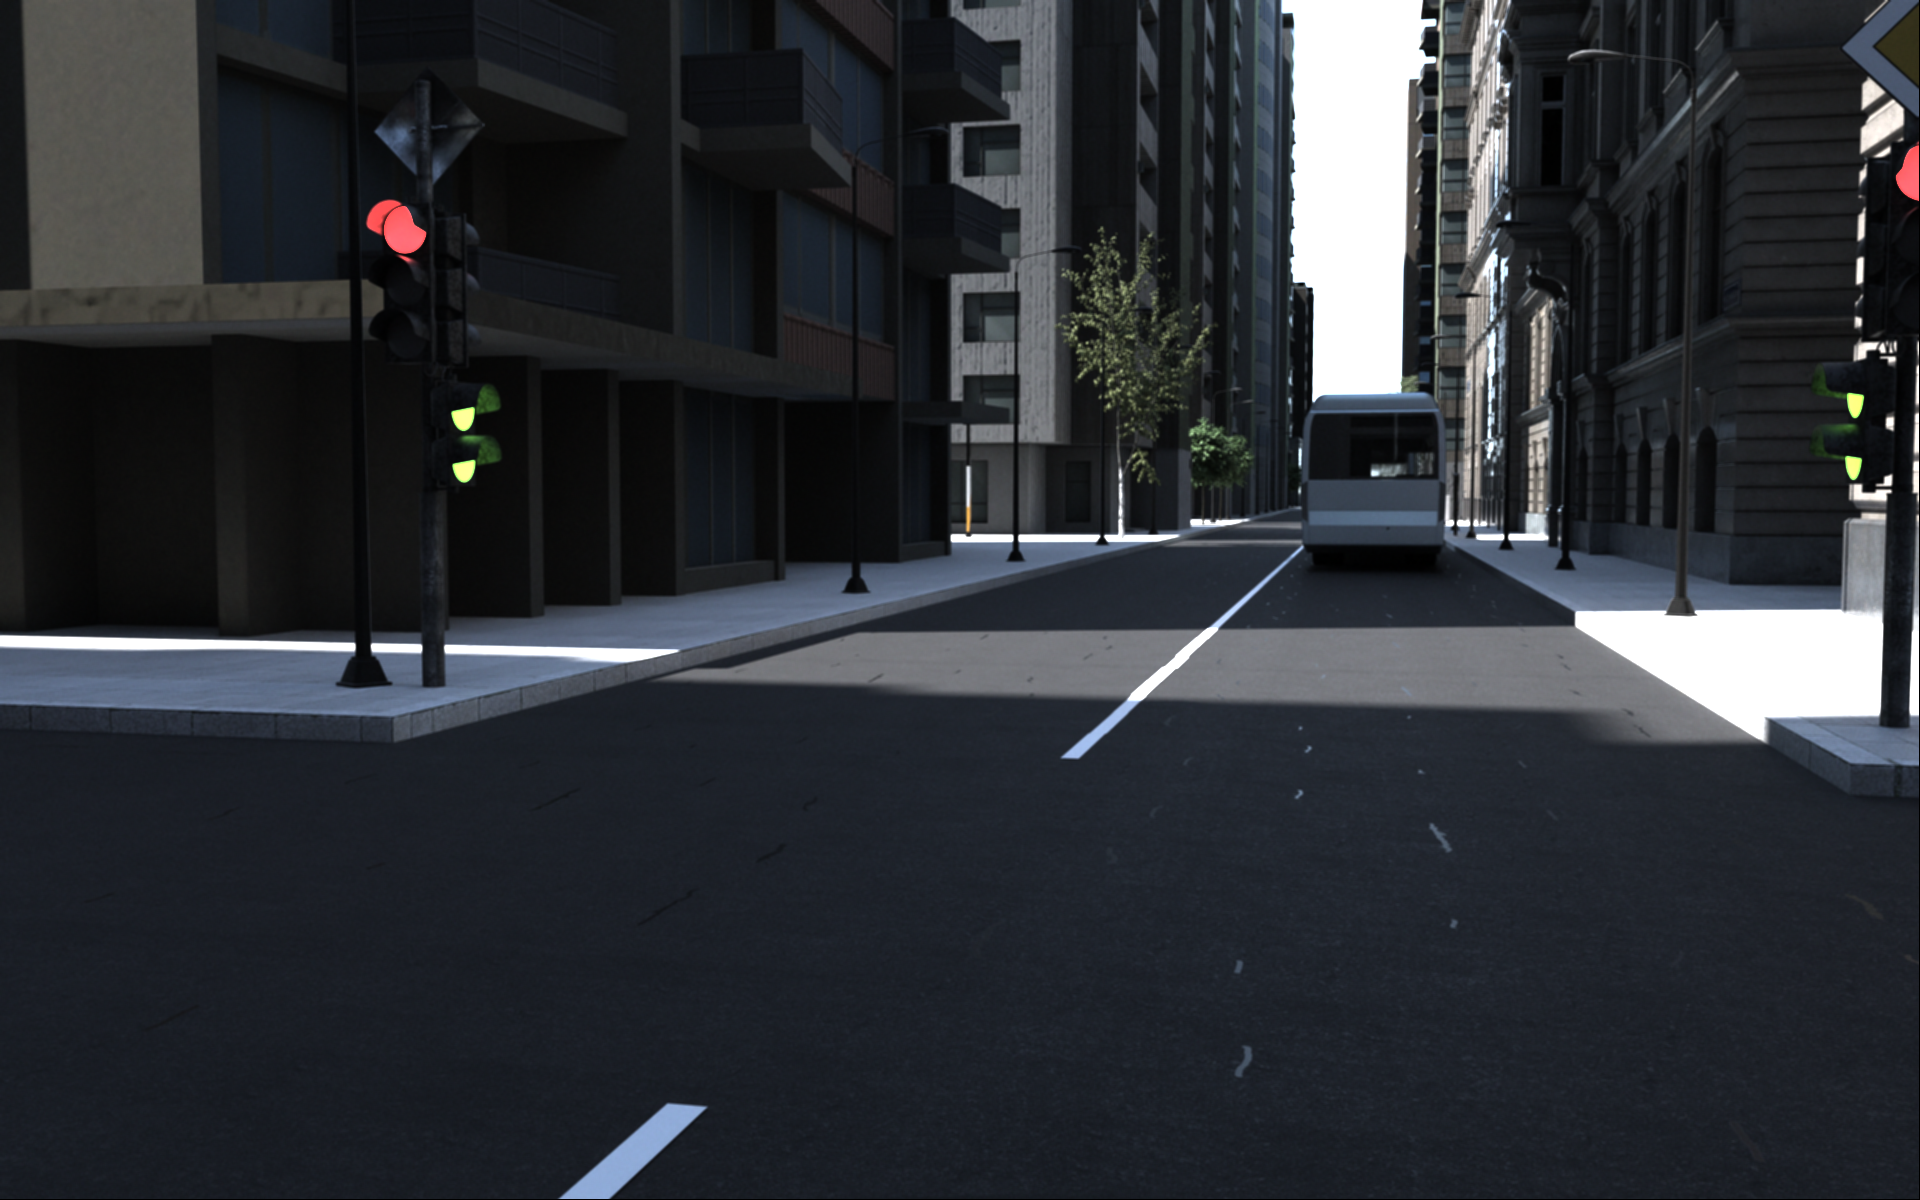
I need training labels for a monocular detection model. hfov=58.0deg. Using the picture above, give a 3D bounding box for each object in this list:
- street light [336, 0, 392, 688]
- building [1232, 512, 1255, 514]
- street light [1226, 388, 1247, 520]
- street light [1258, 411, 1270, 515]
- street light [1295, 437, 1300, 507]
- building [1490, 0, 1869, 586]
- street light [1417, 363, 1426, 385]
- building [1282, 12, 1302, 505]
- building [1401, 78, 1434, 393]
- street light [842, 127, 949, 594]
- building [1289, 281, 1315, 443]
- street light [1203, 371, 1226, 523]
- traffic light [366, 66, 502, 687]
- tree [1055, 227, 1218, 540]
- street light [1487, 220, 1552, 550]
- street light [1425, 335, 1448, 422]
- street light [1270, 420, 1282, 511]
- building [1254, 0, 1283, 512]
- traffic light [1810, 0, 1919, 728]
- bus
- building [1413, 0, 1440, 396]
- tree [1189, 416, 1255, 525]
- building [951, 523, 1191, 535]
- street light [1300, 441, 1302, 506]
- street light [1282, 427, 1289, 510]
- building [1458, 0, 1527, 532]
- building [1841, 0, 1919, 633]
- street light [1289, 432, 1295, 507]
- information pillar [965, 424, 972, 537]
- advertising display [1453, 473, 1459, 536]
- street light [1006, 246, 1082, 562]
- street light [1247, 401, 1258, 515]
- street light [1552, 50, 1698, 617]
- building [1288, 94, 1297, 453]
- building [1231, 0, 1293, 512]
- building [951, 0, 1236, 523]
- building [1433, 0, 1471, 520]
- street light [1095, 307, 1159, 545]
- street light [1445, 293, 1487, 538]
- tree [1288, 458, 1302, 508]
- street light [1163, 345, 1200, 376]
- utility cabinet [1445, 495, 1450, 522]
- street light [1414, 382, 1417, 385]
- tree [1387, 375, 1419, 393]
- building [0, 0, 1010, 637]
[{"bbox_3d":[-3.473,-2.372,11.316,1.470,5.913,1.316,1,4,13],"label":"street light"},{"bbox_3d":[11.100,-25.965,108.119,14.154,41.232,14.086,1,4,13],"label":"building"},{"bbox_3d":[11.713,-6.345,76.277,1.470,5.913,1.316,1,4,13],"label":"street light"},{"bbox_3d":[16.488,-7.642,97.487,1.470,5.913,1.316,1,4,13],"label":"street light"},{"bbox_3d":[26.721,-10.320,141.265,1.470,5.913,1.316,1,4,13],"label":"street light"},{"bbox_3d":[19.720,-13.454,39.061,14.460,24.649,34.723,1,4,13],"label":"building"},{"bbox_3d":[16.992,-5.424,61.229,1.470,5.913,1.316,1,4,13],"label":"street light"},{"bbox_3d":[30.864,-54.921,210.634,22.319,86.520,31.000,1,4,13],"label":"building"},{"bbox_3d":[53.748,-32.533,182.018,14.600,45.320,14.200,1,4,13],"label":"building"},{"bbox_3d":[-0.825,-3.038,22.210,1.470,5.913,1.316,1,4,13],"label":"street light"},{"bbox_3d":[40.315,-28.240,233.426,14.160,30.474,14.107,1,4,13],"label":"building"},{"bbox_3d":[9.154,-5.696,65.666,1.470,5.913,1.316,1,4,13],"label":"street light"},{"bbox_3d":[-3.494,-1.377,11.431,0.839,4.253,0.868,1,4,13],"label":"traffic light"},{"bbox_3d":[4.775,-5.998,48.434,4.737,8.622,4.395,0,3,0],"label":"tree"},{"bbox_3d":[9.773,-3.478,29.414,1.470,5.913,1.316,1,4,13],"label":"street light"},{"bbox_3d":[14.441,-4.776,50.629,1.470,5.913,1.316,1,4,13],"label":"street light"},{"bbox_3d":[19.170,-8.307,108.353,1.470,5.913,1.316,1,4,13],"label":"street light"},{"bbox_3d":[12.614,-35.897,128.908,21.231,58.520,28.212,1,4,13],"label":"building"},{"bbox_3d":[5.144,-1.256,9.455,0.839,4.253,0.868,1,4,13],"label":"traffic light"},{"bbox_3d":[9.123,-2.635,37.938,2.948,3.499,13.247,1,4,14],"label":"bus"},{"bbox_3d":[48.231,-29.656,139.498,22.147,44.769,28.867,1,4,13],"label":"building"},{"bbox_3d":[10.113,-5.428,72.454,4.285,4.588,4.351,0,3,0],"label":"tree"},{"bbox_3d":[0.394,-17.621,59.809,14.160,30.474,14.107,1,4,13],"label":"building"},{"bbox_3d":[29.229,-10.962,151.772,1.470,5.913,1.316,1,4,13],"label":"street light"},{"bbox_3d":[21.769,-9.003,119.735,1.470,5.913,1.316,1,4,13],"label":"street light"},{"bbox_3d":[26.533,-16.562,68.054,12.463,27.353,25.104,1,4,13],"label":"building"},{"bbox_3d":[17.387,-11.149,11.164,19.941,23.489,11.050,1,4,13],"label":"building"},{"bbox_3d":[24.200,-9.646,130.260,1.470,5.913,1.316,1,4,13],"label":"street light"},{"bbox_3d":[0.262,-3.674,51.424,0.183,3.616,0.504,0,4,6],"label":"information pillar"},{"bbox_3d":[15.397,-2.969,53.750,0.123,1.923,0.974,1,4,18],"label":"advertising display"},{"bbox_3d":[1.591,-3.682,32.739,1.470,5.913,1.316,1,4,13],"label":"street light"},{"bbox_3d":[13.923,-6.958,86.296,1.470,5.913,1.316,1,4,13],"label":"street light"},{"bbox_3d":[7.065,-2.792,18.194,1.470,5.913,1.316,1,4,13],"label":"street light"},{"bbox_3d":[23.729,-32.274,182.303,22.147,44.769,28.867,1,4,13],"label":"building"},{"bbox_3d":[21.038,-28.475,149.159,14.154,41.232,14.086,1,4,13],"label":"building"},{"bbox_3d":[7.217,-19.679,93.446,14.160,30.474,14.107,1,4,13],"label":"building"},{"bbox_3d":[31.916,-19.463,89.923,14.160,30.474,14.107,1,4,13],"label":"building"},{"bbox_3d":[4.099,-4.324,43.246,1.470,5.913,1.316,1,4,13],"label":"street light"},{"bbox_3d":[12.091,-4.124,39.965,1.470,5.913,1.316,1,4,13],"label":"street light"},{"bbox_3d":[30.389,-10.771,159.821,4.285,4.588,4.351,0,3,0],"label":"tree"},{"bbox_3d":[6.621,-4.999,54.269,1.470,5.913,1.316,1,4,13],"label":"street light"},{"bbox_3d":[22.218,-4.160,79.178,0.306,1.237,1.020,1,4,12],"label":"utility cabinet"},{"bbox_3d":[19.487,-6.067,71.739,1.470,5.913,1.316,1,4,13],"label":"street light"},{"bbox_3d":[42.500,-15.122,165.367,7.486,12.596,7.792,0,3,0],"label":"tree"},{"bbox_3d":[-11.427,-22.899,29.032,22.147,44.769,28.867,1,4,13],"label":"building"}]
